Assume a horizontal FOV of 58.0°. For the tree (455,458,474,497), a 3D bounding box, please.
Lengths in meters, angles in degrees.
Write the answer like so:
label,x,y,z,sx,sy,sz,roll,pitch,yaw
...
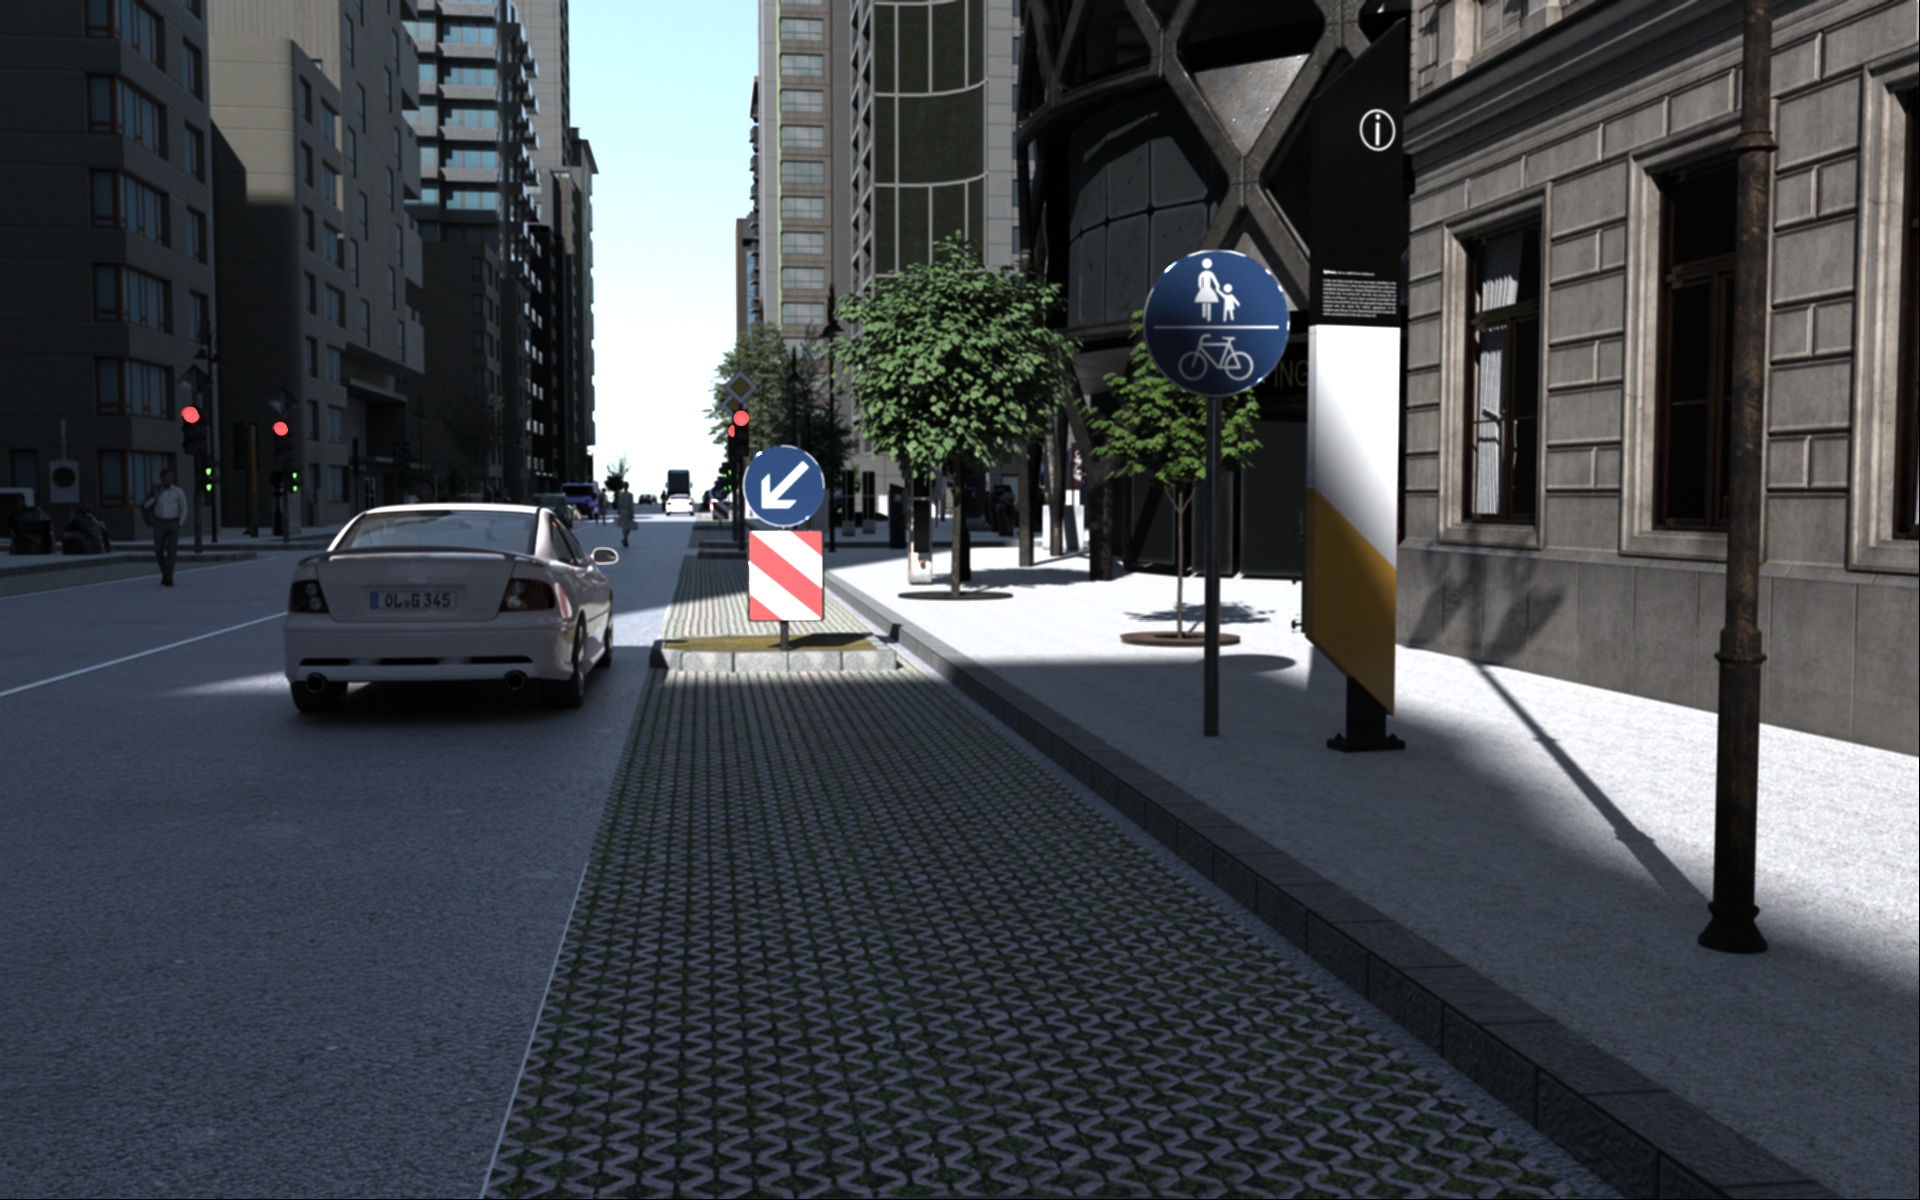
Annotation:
label,x,y,z,sx,sy,sz,roll,pitch,yaw
tree,-27.194,-6.048,93.484,1.663,3.219,1.824,0,3,0

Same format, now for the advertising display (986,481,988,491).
label,x,y,z,sx,sy,sz,roll,pitch,yaw
advertising display,1.232,-4.769,83.184,0.123,1.923,0.974,0,4,8

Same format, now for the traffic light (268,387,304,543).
label,x,y,z,sx,sy,sz,roll,pitch,yaw
traffic light,-17.670,-3.452,45.357,0.839,4.253,0.868,-1,4,-8

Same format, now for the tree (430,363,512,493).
label,x,y,z,sx,sy,sz,roll,pitch,yaw
tree,-27.918,-9.064,98.561,4.360,8.622,3.978,0,3,0

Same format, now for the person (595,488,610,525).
label,x,y,z,sx,sy,sz,roll,pitch,yaw
person,-16.488,-4.313,79.850,0.643,1.720,0.563,2,4,30

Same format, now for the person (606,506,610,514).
label,x,y,z,sx,sy,sz,roll,pitch,yaw
person,-24.330,-6.340,117.656,1.012,1.151,0.738,0,4,1

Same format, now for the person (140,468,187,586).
label,x,y,z,sx,sy,sz,roll,pitch,yaw
person,-12.488,-1.136,27.182,0.679,1.850,0.850,-1,4,-17

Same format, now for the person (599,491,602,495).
label,x,y,z,sx,sy,sz,roll,pitch,yaw
person,-38.592,-10.853,186.043,1.348,1.812,0.705,0,4,6

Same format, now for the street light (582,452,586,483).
label,x,y,z,sx,sy,sz,roll,pitch,yaw
street light,-41.023,-13.243,189.308,0.468,5.910,1.993,-1,4,-8

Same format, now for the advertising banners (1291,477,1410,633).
label,x,y,z,sx,sy,sz,roll,pitch,yaw
advertising banners,4.077,-1.220,16.135,2.074,3.025,0.090,-1,4,-14

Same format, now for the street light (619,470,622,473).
label,x,y,z,sx,sy,sz,roll,pitch,yaw
street light,-53.072,-18.205,270.437,0.468,5.910,1.993,-1,4,-8

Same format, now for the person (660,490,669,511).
label,x,y,z,sx,sy,sz,roll,pitch,yaw
person,-25.295,-8.535,148.135,0.705,1.812,1.348,1,4,23

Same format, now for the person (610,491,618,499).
label,x,y,z,sx,sy,sz,roll,pitch,yaw
person,-36.928,-10.835,185.784,0.705,1.807,1.348,3,5,42

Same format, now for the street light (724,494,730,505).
label,x,y,z,sx,sy,sz,roll,pitch,yaw
street light,-28.374,-14.565,210.930,0.468,5.910,1.993,-1,4,-8

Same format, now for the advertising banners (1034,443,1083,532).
label,x,y,z,sx,sy,sz,roll,pitch,yaw
advertising banners,3.296,-3.833,58.854,2.074,3.025,0.090,-1,4,-15

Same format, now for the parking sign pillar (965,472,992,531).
label,x,y,z,sx,sy,sz,roll,pitch,yaw
parking sign pillar,0.543,-4.384,60.157,1.447,3.967,1.447,1,4,14

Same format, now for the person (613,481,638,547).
label,x,y,z,sx,sy,sz,roll,pitch,yaw
person,-9.127,-2.341,47.126,0.694,1.780,0.624,2,4,30

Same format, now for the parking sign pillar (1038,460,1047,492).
label,x,y,z,sx,sy,sz,roll,pitch,yaw
parking sign pillar,4.357,-6.828,100.111,1.447,3.967,1.447,-1,4,-9

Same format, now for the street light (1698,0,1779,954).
label,x,y,z,sx,sy,sz,roll,pitch,yaw
street light,2.194,-1.954,4.740,0.468,5.910,1.993,-1,4,-8

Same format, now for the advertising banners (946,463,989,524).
label,x,y,z,sx,sy,sz,roll,pitch,yaw
advertising banners,0.326,-4.837,75.270,2.074,3.025,0.090,0,4,4

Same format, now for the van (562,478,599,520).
label,x,y,z,sx,sy,sz,roll,pitch,yaw
van,-21.387,-5.678,97.227,2.240,2.365,5.245,0,4,-7

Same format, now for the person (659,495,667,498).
label,x,y,z,sx,sy,sz,roll,pitch,yaw
person,-41.438,-14.285,242.189,1.348,1.807,0.705,2,4,26

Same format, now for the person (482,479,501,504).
label,x,y,z,sx,sy,sz,roll,pitch,yaw
person,-14.508,-2.804,53.715,0.474,1.900,0.648,0,4,1

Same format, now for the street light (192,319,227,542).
label,x,y,z,sx,sy,sz,roll,pitch,yaw
street light,-19.806,-4.468,45.837,0.468,5.910,1.993,-1,4,-8

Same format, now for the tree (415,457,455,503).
label,x,y,z,sx,sy,sz,roll,pitch,yaw
tree,-27.680,-5.878,90.698,1.663,3.219,1.824,0,3,0

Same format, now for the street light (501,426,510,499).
label,x,y,z,sx,sy,sz,roll,pitch,yaw
street light,-29.833,-8.617,113.675,0.468,5.910,1.993,-1,4,-8

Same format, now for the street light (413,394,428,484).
label,x,y,z,sx,sy,sz,roll,pitch,yaw
street light,-24.944,-6.567,80.163,0.468,5.910,1.993,-1,4,-8

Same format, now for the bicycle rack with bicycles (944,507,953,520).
label,x,y,z,sx,sy,sz,roll,pitch,yaw
bicycle rack with bicycles,0.654,-4.503,87.009,2.925,0.926,2.852,-3,4,-38

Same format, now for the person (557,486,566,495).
label,x,y,z,sx,sy,sz,roll,pitch,yaw
person,-17.981,-4.236,77.856,0.616,1.811,0.778,-2,4,-24

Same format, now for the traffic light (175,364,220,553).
label,x,y,z,sx,sy,sz,roll,pitch,yaw
traffic light,-16.501,-2.969,37.457,0.839,4.253,0.868,-1,4,-8

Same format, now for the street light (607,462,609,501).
label,x,y,z,sx,sy,sz,roll,pitch,yaw
street light,-48.056,-16.147,236.791,0.468,5.910,1.993,-1,4,-8

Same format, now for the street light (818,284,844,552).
label,x,y,z,sx,sy,sz,roll,pitch,yaw
street light,-2.835,-4.003,38.231,0.468,5.910,1.993,-1,4,-8

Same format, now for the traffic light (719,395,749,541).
label,x,y,z,sx,sy,sz,roll,pitch,yaw
traffic light,-6.136,-3.557,47.072,0.839,4.253,0.868,-1,4,-8

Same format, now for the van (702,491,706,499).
label,x,y,z,sx,sy,sz,roll,pitch,yaw
van,-32.400,-13.280,224.133,2.013,2.044,4.112,-1,4,-8

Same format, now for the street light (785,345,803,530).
label,x,y,z,sx,sy,sz,roll,pitch,yaw
street light,-5.159,-4.963,53.938,0.468,5.910,1.993,-1,4,-8

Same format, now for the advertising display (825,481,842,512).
label,x,y,z,sx,sy,sz,roll,pitch,yaw
advertising display,-6.139,-4.827,84.136,0.974,1.923,0.123,1,4,14

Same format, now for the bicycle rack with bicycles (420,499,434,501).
label,x,y,z,sx,sy,sz,roll,pitch,yaw
bicycle rack with bicycles,-36.244,-6.380,117.702,2.852,0.926,2.925,-1,4,-23

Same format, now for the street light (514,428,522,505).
label,x,y,z,sx,sy,sz,roll,pitch,yaw
street light,-30.999,-9.111,121.747,0.468,5.910,1.993,-1,4,-8

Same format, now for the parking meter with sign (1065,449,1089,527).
label,x,y,z,sx,sy,sz,roll,pitch,yaw
parking meter with sign,5.012,-4.315,66.812,1.738,3.016,0.543,-2,4,-35

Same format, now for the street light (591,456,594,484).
label,x,y,z,sx,sy,sz,roll,pitch,yaw
street light,-43.160,-14.097,203.280,0.468,5.910,1.993,-1,4,-8

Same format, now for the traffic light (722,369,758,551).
label,x,y,z,sx,sy,sz,roll,pitch,yaw
traffic light,-4.968,-3.074,39.173,0.839,4.253,0.868,-1,4,-8

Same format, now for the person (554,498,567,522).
label,x,y,z,sx,sy,sz,roll,pitch,yaw
person,-14.044,-2.943,60.893,0.640,1.303,0.475,3,5,41

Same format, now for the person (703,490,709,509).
label,x,y,z,sx,sy,sz,roll,pitch,yaw
person,-24.366,-9.683,166.827,0.705,1.822,1.348,3,4,37

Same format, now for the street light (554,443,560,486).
label,x,y,z,sx,sy,sz,roll,pitch,yaw
street light,-36.120,-11.178,155.547,0.468,5.910,1.993,-1,4,-8

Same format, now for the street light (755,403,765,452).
label,x,y,z,sx,sy,sz,roll,pitch,yaw
street light,-10.056,-7.013,87.448,0.468,5.910,1.993,-1,4,-8
